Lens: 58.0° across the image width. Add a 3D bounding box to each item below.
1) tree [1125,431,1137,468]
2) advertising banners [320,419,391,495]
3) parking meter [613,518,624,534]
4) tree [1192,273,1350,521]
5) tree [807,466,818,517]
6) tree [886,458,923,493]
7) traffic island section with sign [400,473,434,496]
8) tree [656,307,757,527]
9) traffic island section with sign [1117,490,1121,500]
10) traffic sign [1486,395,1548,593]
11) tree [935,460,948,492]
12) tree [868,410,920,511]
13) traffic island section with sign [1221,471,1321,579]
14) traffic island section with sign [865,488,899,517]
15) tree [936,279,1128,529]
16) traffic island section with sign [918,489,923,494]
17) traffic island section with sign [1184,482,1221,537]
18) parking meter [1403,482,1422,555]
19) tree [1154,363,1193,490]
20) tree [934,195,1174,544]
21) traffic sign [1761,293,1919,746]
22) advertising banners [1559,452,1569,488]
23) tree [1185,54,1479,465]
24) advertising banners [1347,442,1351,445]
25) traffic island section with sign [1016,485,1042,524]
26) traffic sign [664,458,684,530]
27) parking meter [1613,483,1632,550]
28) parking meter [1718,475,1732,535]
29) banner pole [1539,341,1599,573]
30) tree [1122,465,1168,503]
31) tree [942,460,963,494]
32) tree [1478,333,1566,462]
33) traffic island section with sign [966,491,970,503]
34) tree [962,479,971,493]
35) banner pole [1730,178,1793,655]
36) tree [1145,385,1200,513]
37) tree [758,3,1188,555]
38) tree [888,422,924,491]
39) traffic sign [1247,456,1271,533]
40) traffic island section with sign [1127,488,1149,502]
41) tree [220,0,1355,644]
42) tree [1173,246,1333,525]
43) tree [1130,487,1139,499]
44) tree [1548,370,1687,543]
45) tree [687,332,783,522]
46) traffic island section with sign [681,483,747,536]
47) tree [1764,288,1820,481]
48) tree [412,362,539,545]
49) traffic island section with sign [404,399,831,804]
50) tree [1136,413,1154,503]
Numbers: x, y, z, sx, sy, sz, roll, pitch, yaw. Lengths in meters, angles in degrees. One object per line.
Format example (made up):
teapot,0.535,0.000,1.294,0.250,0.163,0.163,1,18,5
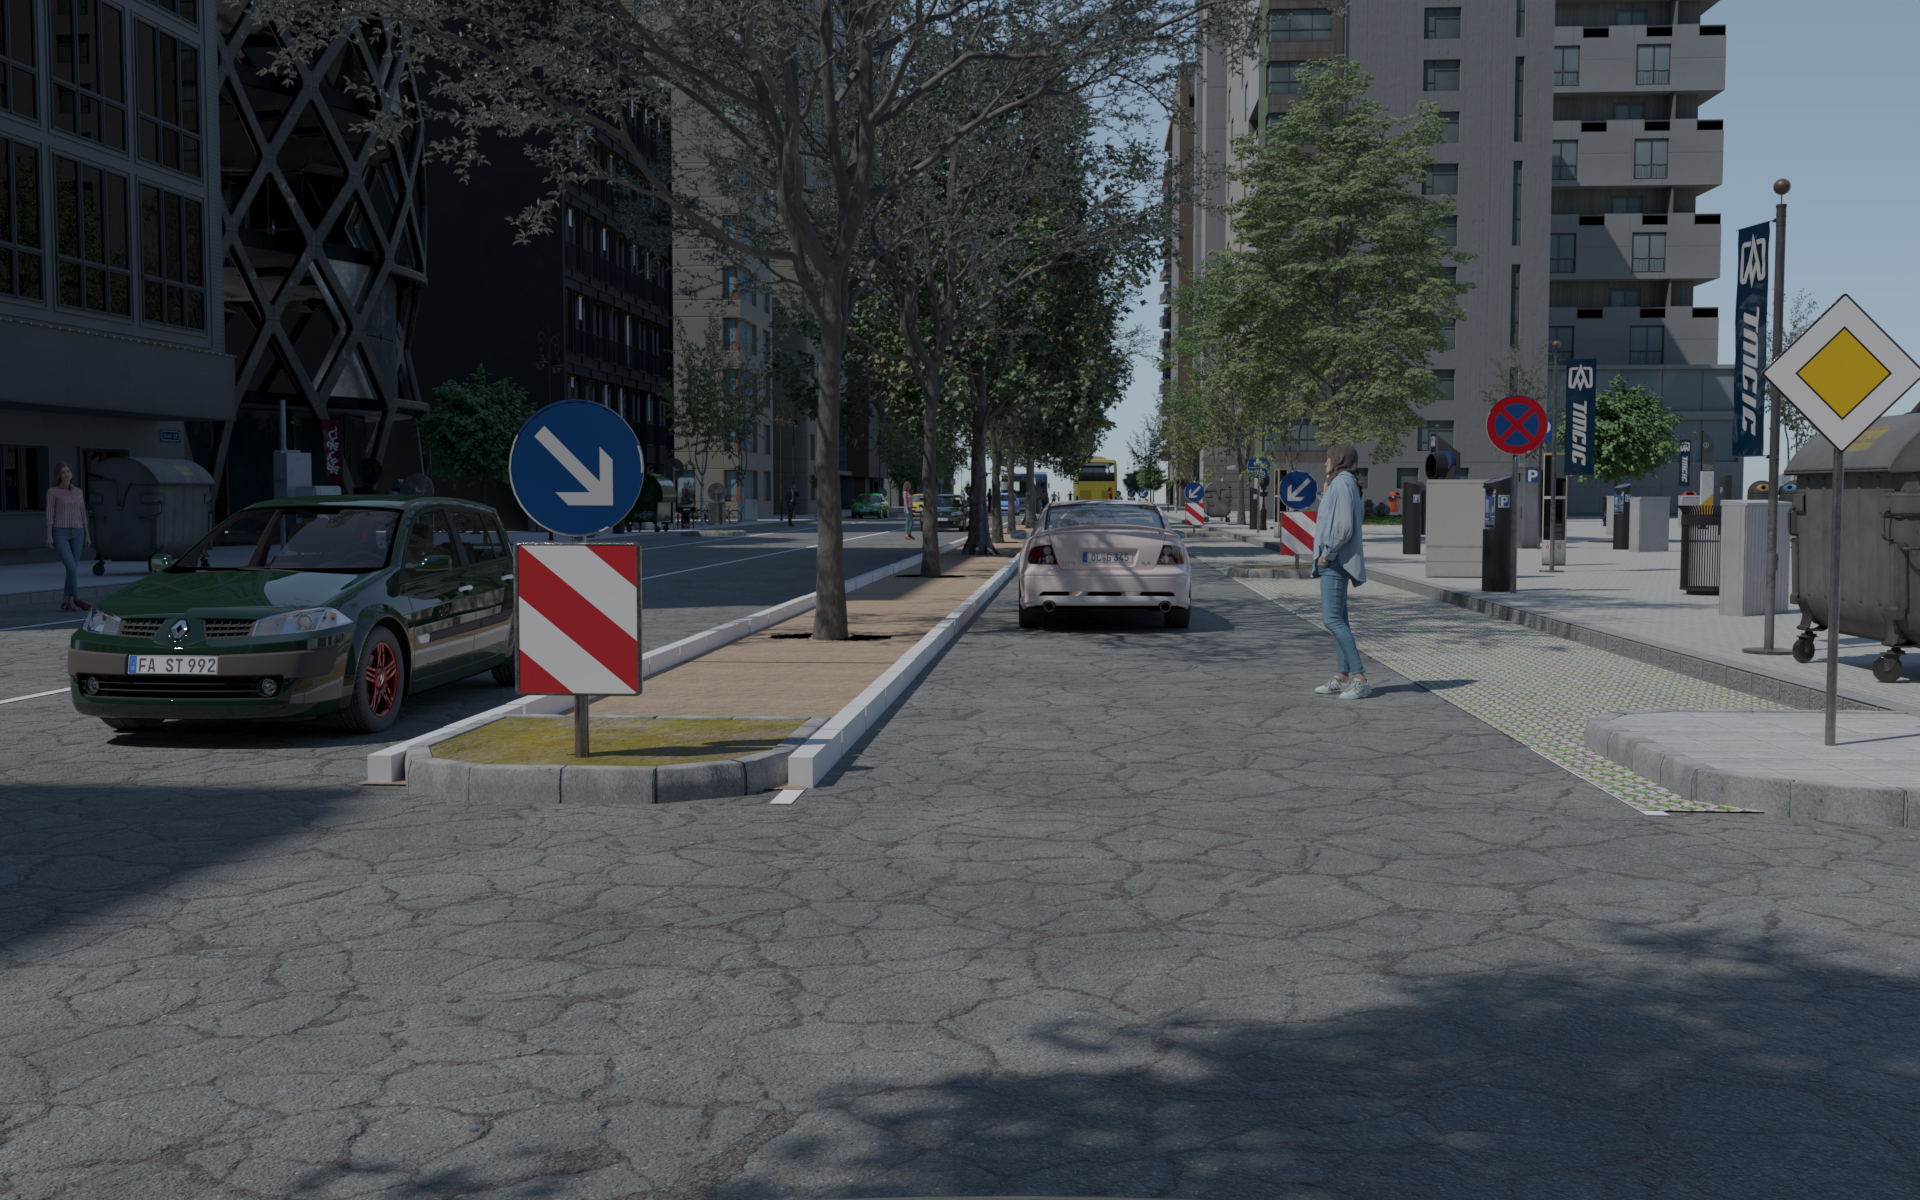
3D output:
tree,16.986,-12.459,154.065,4.737,8.622,4.395,0,3,0
advertising banners,-13.905,-2.706,40.437,2.074,3.025,0.090,0,4,6
parking meter,-11.022,-2.903,55.867,0.372,1.533,0.369,0,3,0
tree,10.157,-6.308,53.493,4.737,8.622,4.395,0,3,0
tree,-7.739,-6.398,99.212,1.663,3.219,1.824,0,3,0
tree,-4.658,-10.071,148.381,4.285,4.588,4.351,0,3,0
traffic island section with sign,-10.404,-1.468,32.626,1.989,1.847,2.006,0,4,4
tree,-10.144,-7.210,68.250,4.737,8.622,4.395,0,3,0
traffic island section with sign,13.295,-7.763,135.558,1.989,1.847,2.006,0,4,4
traffic sign,7.165,-1.361,22.352,0.768,2.556,0.104,1,4,11
tree,-2.678,-14.147,181.659,4.360,8.622,3.978,0,3,0
tree,-5.211,-11.107,131.956,4.737,8.622,4.395,0,3,0
traffic island section with sign,5.670,-1.311,30.067,1.989,1.847,2.006,0,4,4
traffic island section with sign,-4.891,-6.131,108.866,1.989,1.847,2.006,0,4,4
tree,2.973,-9.194,70.906,7.486,12.596,7.792,0,3,0
traffic island section with sign,-2.931,-7.787,135.940,1.989,1.847,2.006,0,4,4
traffic island section with sign,7.689,-3.015,57.921,1.989,1.847,2.006,0,4,4
parking meter,9.608,-1.736,36.803,0.372,1.533,0.369,0,3,0
tree,12.609,-8.083,82.524,4.737,8.622,4.395,0,3,0
tree,0.989,-7.457,50.139,9.928,11.665,9.643,0,3,0
traffic sign,4.438,-0.314,8.777,0.795,2.450,0.064,0,4,4
advertising banners,24.180,-4.609,71.552,2.074,3.025,0.090,2,4,31
tree,9.902,-7.817,45.939,7.486,12.596,7.792,0,3,0
advertising banners,13.402,-3.845,59.058,0.090,3.025,2.074,2,4,25
traffic island section with sign,3.621,-4.634,83.908,2.006,1.907,1.989,0,4,4
traffic sign,-10.149,-3.750,61.411,0.768,2.556,0.104,1,4,11
parking meter,15.295,-1.932,40.004,0.372,1.533,0.369,0,3,0
parking meter,23.838,-2.952,53.979,0.255,1.863,0.399,0,4,0
banner pole,9.934,-2.339,28.255,0.863,3.779,0.401,2,4,25
tree,20.523,-13.098,197.871,4.285,4.588,4.351,0,3,0
tree,-1.223,-15.120,197.581,4.737,8.622,4.395,0,3,0
tree,26.215,-7.933,80.068,4.360,8.622,3.978,0,3,0
traffic island section with sign,1.087,-11.180,191.423,1.989,1.847,2.006,0,4,4
tree,1.060,-13.815,220.470,1.663,3.219,1.824,0,3,0
banner pole,6.501,-1.472,14.082,0.401,3.779,0.863,0,4,-5
tree,14.477,-10.129,115.964,4.360,8.622,3.978,0,3,0
tree,0.439,-7.389,40.269,9.611,12.733,9.660,0,3,0
tree,-3.332,-14.926,162.161,7.486,12.596,7.792,0,3,0
traffic sign,9.790,-3.466,56.782,0.768,2.556,0.104,1,4,9
traffic island section with sign,11.361,-6.116,108.626,1.989,1.847,2.006,0,4,4
tree,-1.295,-6.358,16.787,12.009,13.543,11.850,0,3,0
tree,11.790,-8.928,71.724,9.928,11.665,9.643,0,3,0
tree,20.696,-12.688,202.043,1.663,3.219,1.824,0,3,0
tree,17.468,-3.816,46.106,4.285,4.588,4.351,0,3,0
tree,-10.051,-7.800,77.890,4.360,8.622,3.978,0,3,0
traffic island section with sign,-8.439,-3.128,59.778,1.989,1.847,2.006,0,4,4
tree,29.763,-6.791,61.399,4.360,8.622,3.978,0,3,0
tree,-11.945,-3.648,43.361,4.285,4.588,4.351,0,3,0
traffic island section with sign,-1.792,-0.051,8.964,2.006,1.907,1.989,0,4,4
tree,12.583,-8.779,93.901,4.737,8.622,4.395,0,3,0
